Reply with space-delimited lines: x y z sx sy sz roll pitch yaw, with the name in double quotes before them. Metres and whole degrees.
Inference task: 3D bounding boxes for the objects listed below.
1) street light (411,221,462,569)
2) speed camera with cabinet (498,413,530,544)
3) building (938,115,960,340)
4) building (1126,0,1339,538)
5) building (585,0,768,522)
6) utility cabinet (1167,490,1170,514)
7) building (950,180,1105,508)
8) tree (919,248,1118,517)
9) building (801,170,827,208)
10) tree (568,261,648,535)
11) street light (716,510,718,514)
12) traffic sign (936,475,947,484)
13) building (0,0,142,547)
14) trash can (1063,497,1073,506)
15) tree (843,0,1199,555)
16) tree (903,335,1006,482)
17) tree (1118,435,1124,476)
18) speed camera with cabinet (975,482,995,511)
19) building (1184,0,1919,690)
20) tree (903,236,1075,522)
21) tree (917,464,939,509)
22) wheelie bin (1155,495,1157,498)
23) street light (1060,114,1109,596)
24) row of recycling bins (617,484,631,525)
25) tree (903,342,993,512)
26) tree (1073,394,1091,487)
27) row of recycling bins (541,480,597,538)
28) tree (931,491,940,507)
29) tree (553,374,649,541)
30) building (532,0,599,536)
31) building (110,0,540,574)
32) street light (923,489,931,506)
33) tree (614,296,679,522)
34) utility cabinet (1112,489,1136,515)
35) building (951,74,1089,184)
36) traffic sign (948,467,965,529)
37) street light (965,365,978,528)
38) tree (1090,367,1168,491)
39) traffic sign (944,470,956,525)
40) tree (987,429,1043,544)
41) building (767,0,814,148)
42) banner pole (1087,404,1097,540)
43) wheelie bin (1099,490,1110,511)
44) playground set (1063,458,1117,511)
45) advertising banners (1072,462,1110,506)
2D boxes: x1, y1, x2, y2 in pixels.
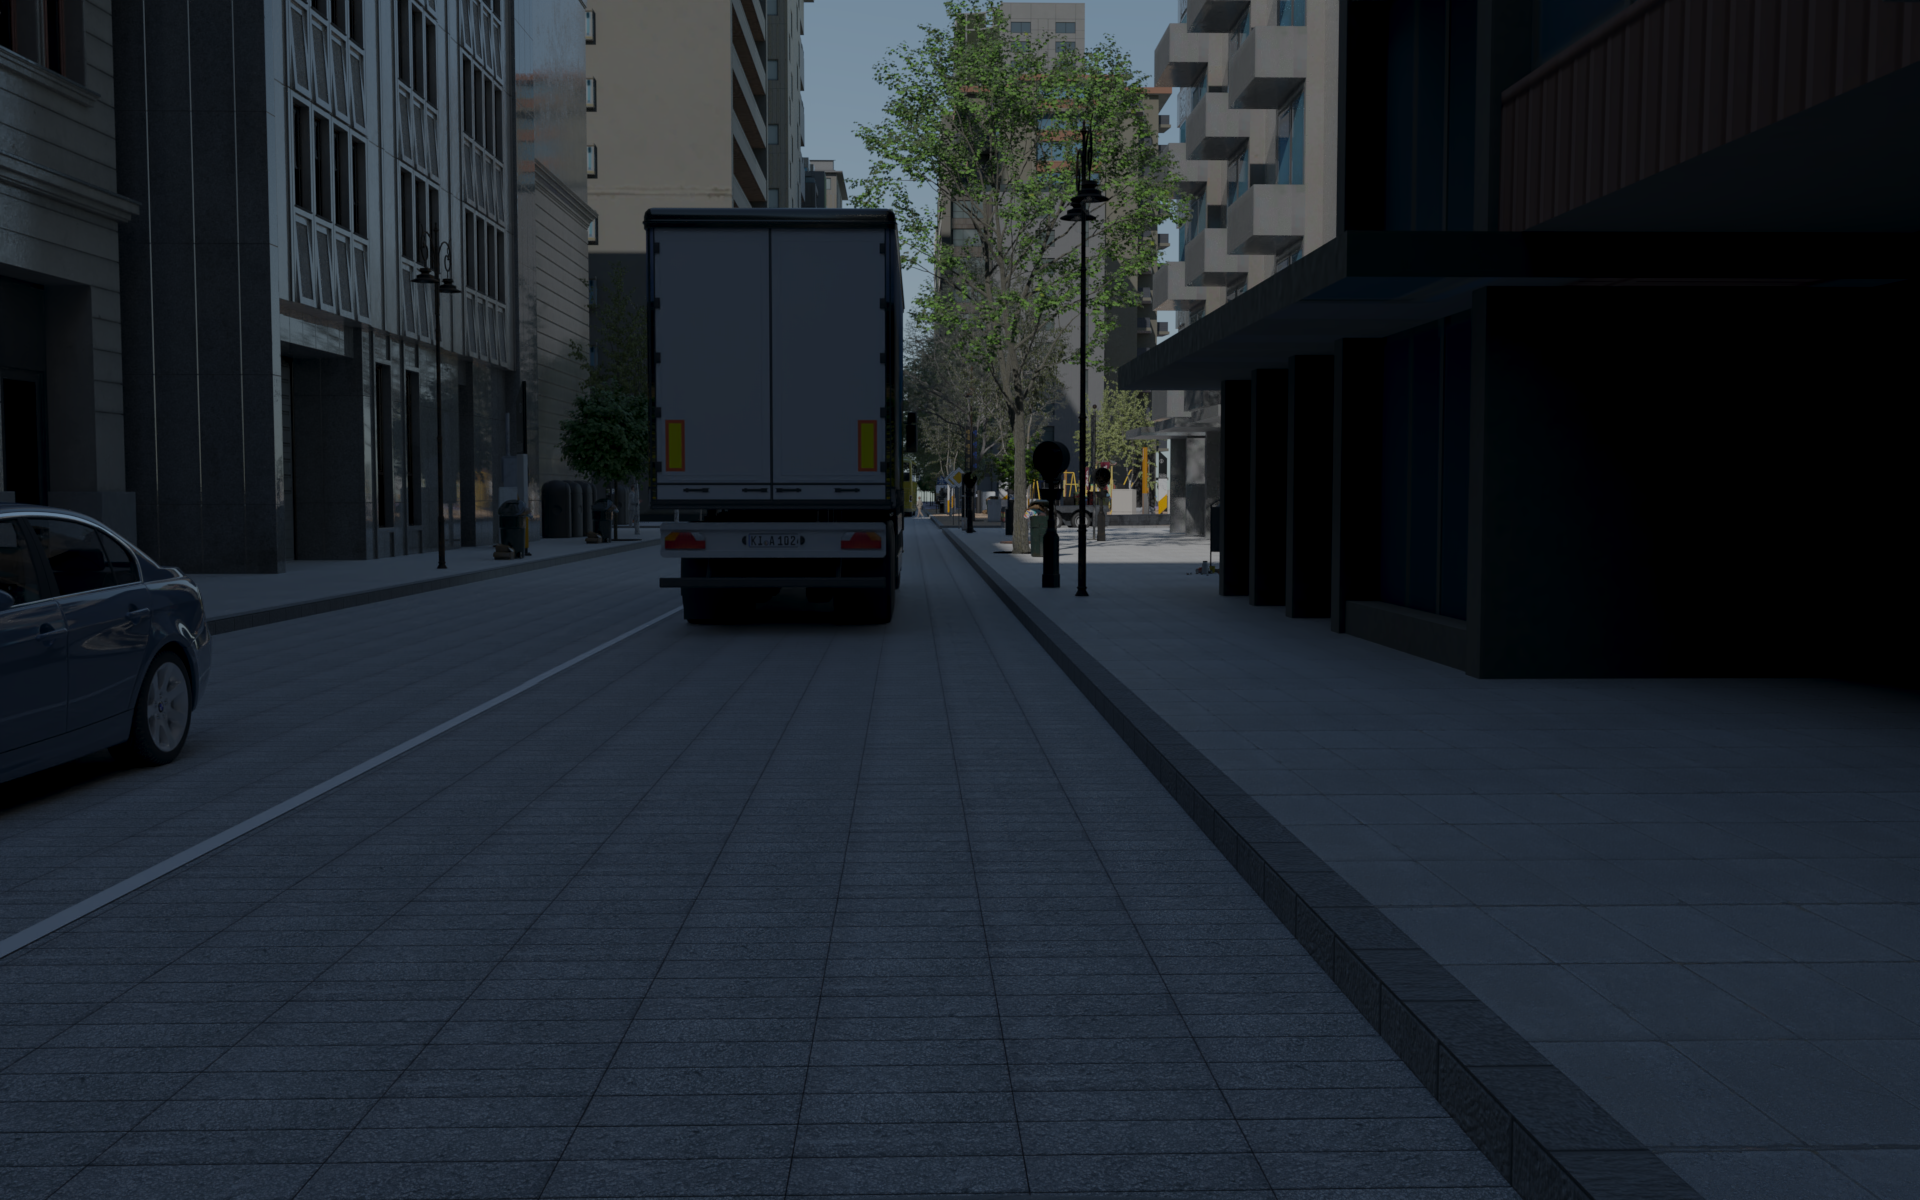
"street light" -8.912 -3.476 29.621 0.468 5.910 1.993 0 4 -2
"speed camera with cabinet" -10.739 -2.897 41.694 0.660 3.252 2.038 -1 4 -10
"building" 8.217 -35.859 210.001 21.300 48.544 21.600 0 4 -2
"building" 17.411 -26.083 46.064 23.786 49.044 30.456 0 4 -2
"building" -21.396 -28.446 88.793 21.300 48.544 21.600 0 4 -2
"utility cabinet" 11.078 -4.820 87.488 1.173 1.500 0.318 0 4 2
"building" 6.066 -23.979 163.763 14.160 30.474 14.107 0 4 -2
"tree" 1.711 -6.216 51.995 4.360 8.622 3.978 0 3 0
"building" -23.677 -32.374 212.910 14.154 41.232 14.086 0 4 -2
"tree" -10.185 -6.362 54.386 4.737 8.622 4.395 0 3 0
"street light" -10.184 -6.092 72.393 0.468 5.910 1.993 0 4 -2
"traffic sign" -1.249 -7.229 118.308 0.768 2.556 0.104 0 4 5
"building" -18.691 -13.910 14.826 14.401 28.519 23.554 0 4 -2
"trash can" 6.360 -5.500 101.579 0.748 1.137 0.748 0 3 0
"tree" 1.147 -6.802 36.965 9.928 11.665 9.643 0 3 0
"tree" -1.164 -14.241 139.493 9.857 13.997 8.962 0 3 0
"tree" 11.974 -11.935 145.496 4.360 8.622 3.978 0 3 0
"speed camera with cabinet" 1.364 -7.551 117.796 2.038 3.252 0.660 -2 4 -24
"building" 13.284 -21.642 8.466 22.147 44.769 28.867 0 4 -2
"tree" 0.698 -10.440 81.066 12.009 13.543 11.850 0 3 0
"tree" -3.133 -12.700 191.352 4.285 4.588 4.351 0 3 0
"wheelie bin" 14.586 -7.644 132.887 0.980 1.594 0.693 -1 4 -11
"street light" 1.534 -2.986 21.604 0.468 5.910 1.993 0 4 -2
"row of recycling bins" -14.384 -4.043 73.216 1.069 1.692 3.534 0 4 -7
"tree" -1.285 -12.724 126.169 7.486 12.596 7.792 0 3 0
"tree" 9.520 -10.311 118.945 4.737 8.622 4.395 0 3 0
"row of recycling bins" -11.620 -2.732 51.781 1.069 1.692 3.534 0 4 4
"tree" -1.929 -11.026 174.870 1.663 3.219 1.824 0 3 0
"tree" -9.463 -3.907 47.588 4.285 4.588 4.351 0 3 0
"building" -24.978 -15.751 54.796 25.104 27.353 12.463 0 4 -2
"building" -17.257 -13.381 36.799 12.078 24.808 19.932 0 4 -2
"street light" -4.288 -15.311 223.121 0.468 5.910 1.993 0 4 -2
"tree" -10.035 -6.746 60.665 4.360 8.622 3.978 0 3 0
"utility cabinet" 7.400 -4.243 78.048 1.173 1.500 0.318 3 5 44
"building" 10.305 -32.438 184.980 22.147 44.769 28.867 0 4 -2
"traffic sign" -0.040 -3.684 63.876 0.795 2.450 0.064 0 4 -2
"street light" 0.414 -5.482 62.425 0.468 5.910 1.993 0 4 -2
"tree" 9.888 -9.133 99.695 4.737 8.622 4.395 0 3 0
"traffic sign" -0.275 -4.172 71.858 0.795 2.450 0.064 0 4 -2
"tree" 1.429 -3.077 44.912 1.663 3.219 1.824 0 3 0
"building" -28.386 -34.923 160.224 28.713 52.752 27.495 0 4 -2
"banner pole" 3.697 -3.557 48.168 0.401 3.779 0.863 1 4 15
"wheelie bin" 10.745 -7.402 128.936 0.980 1.594 0.693 3 5 42
"playground set" 10.850 -8.983 133.648 5.637 4.214 5.302 0 4 2
"advertising banners" 7.107 -5.985 94.042 2.074 3.025 0.090 0 4 1
